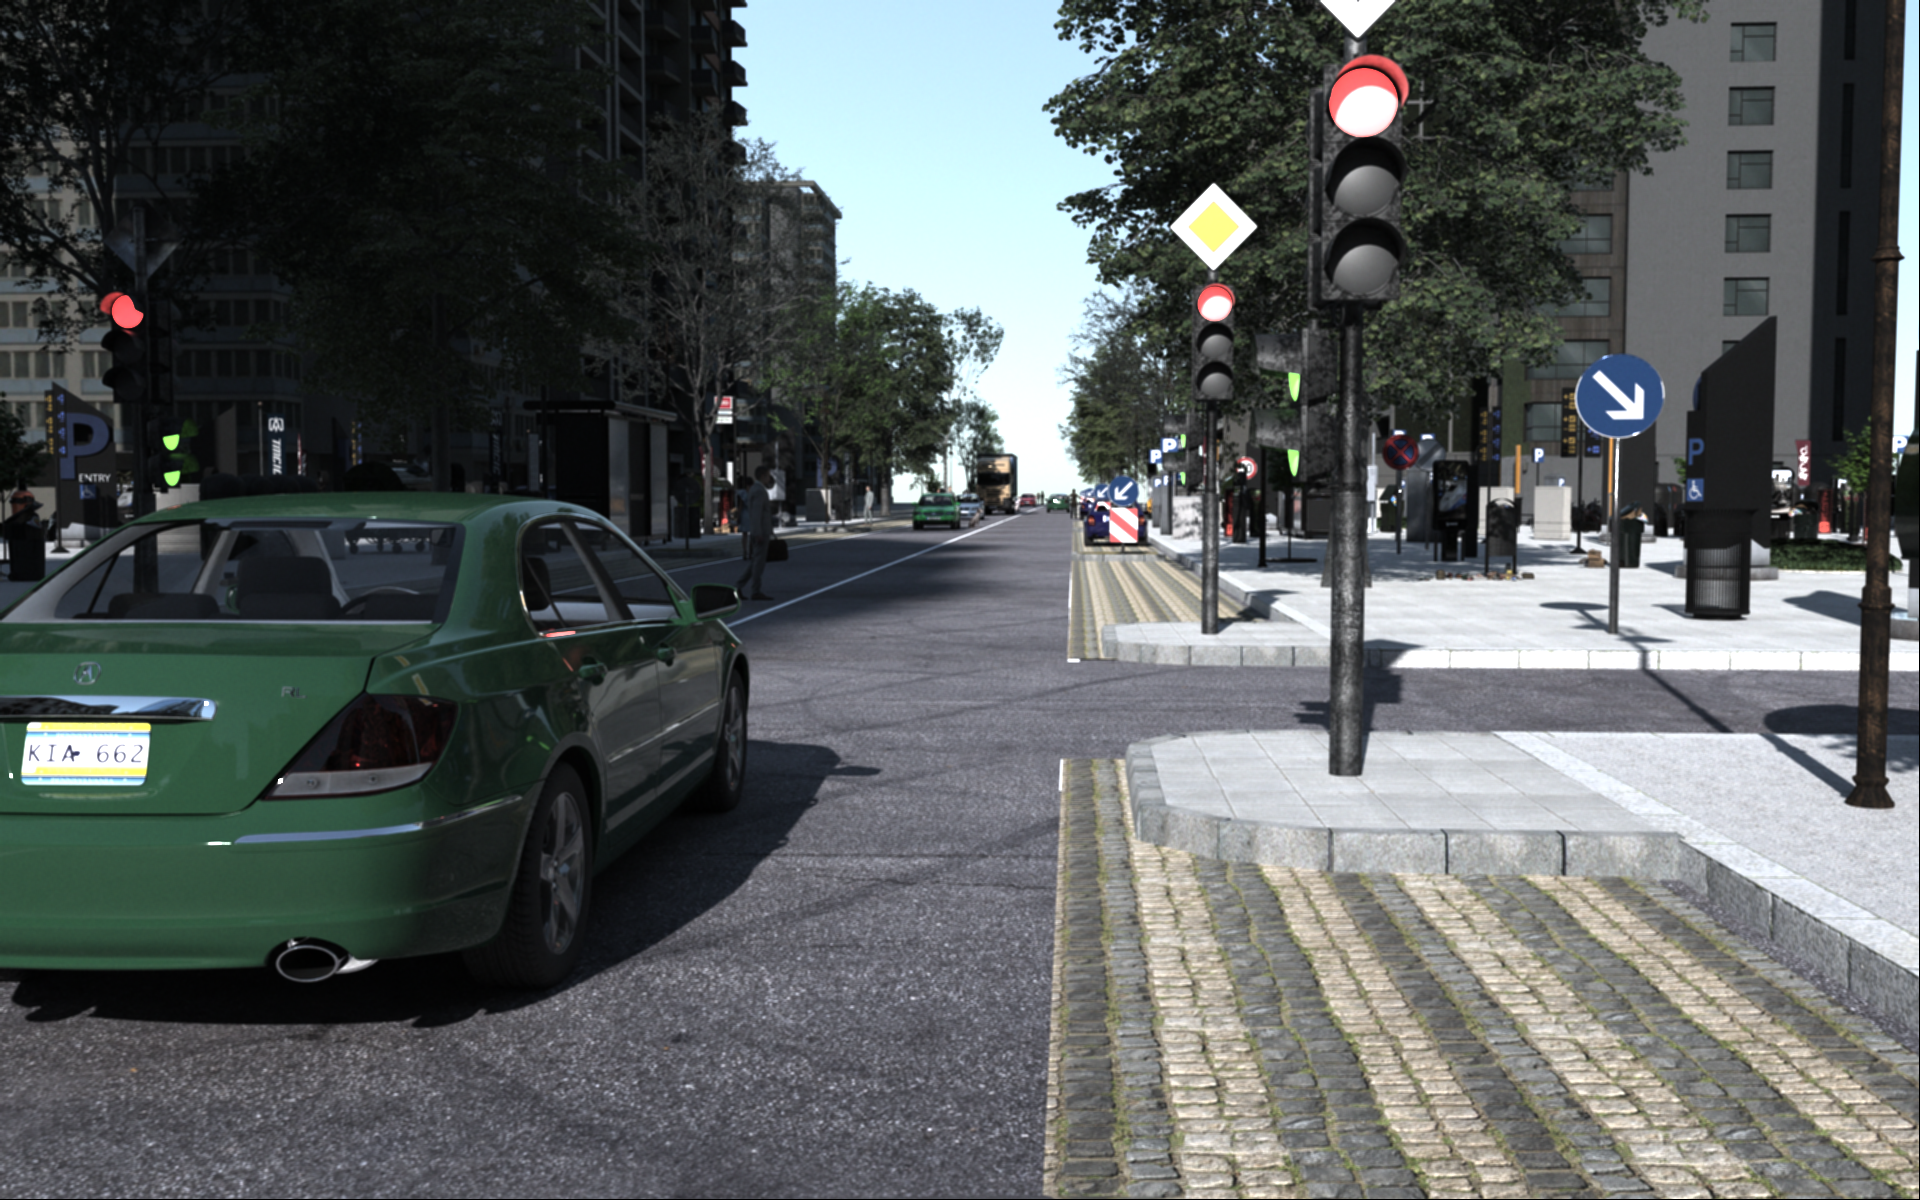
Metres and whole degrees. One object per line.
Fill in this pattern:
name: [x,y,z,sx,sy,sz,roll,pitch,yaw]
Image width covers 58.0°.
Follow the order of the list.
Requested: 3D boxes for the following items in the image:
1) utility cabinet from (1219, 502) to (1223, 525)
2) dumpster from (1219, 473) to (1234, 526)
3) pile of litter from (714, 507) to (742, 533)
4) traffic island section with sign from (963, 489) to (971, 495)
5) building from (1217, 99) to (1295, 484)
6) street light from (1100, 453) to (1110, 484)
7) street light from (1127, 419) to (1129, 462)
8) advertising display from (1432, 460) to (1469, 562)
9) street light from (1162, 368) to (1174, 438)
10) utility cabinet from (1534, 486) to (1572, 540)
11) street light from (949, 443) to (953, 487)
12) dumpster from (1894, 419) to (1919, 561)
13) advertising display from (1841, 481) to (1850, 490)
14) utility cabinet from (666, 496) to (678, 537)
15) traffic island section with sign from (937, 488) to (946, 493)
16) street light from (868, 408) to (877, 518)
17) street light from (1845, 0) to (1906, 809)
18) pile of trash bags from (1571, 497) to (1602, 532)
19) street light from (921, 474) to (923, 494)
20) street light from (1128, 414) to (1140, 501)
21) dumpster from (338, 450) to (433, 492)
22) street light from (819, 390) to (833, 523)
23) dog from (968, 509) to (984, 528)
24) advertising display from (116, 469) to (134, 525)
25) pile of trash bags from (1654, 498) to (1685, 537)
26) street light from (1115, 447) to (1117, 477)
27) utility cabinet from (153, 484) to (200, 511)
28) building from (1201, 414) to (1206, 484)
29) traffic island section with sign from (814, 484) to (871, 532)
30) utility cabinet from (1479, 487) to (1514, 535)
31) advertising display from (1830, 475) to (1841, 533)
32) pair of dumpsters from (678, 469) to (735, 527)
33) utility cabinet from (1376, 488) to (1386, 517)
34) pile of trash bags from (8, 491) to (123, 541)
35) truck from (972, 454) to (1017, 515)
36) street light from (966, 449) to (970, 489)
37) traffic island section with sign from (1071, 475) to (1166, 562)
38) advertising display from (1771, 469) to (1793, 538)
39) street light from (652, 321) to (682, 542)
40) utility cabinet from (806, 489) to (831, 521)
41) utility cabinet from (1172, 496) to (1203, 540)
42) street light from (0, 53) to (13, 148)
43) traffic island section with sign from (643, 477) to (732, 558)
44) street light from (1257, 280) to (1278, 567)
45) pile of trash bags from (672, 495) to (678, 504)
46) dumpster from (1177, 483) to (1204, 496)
utility cabinet: [10.800,-3.752,70.024,1.173,1.500,0.318,3,4,37]
dumpster: [10.602,-3.875,65.852,1.502,2.255,1.985,0,4,4]
pile of litter: [-7.751,-2.659,57.440,1.176,0.858,1.719,0,4,-8]
traffic island section with sign: [0.597,-8.204,142.761,1.989,1.847,2.006,0,4,4]
building: [41.557,-35.656,206.669,21.300,48.544,21.600,0,4,4]
street light: [15.926,-13.287,190.036,0.468,5.910,1.993,0,4,4]
street light: [10.386,-8.196,106.793,0.468,5.910,1.993,0,4,4]
advertising display: [9.338,-1.699,32.995,0.974,1.923,0.123,-3,4,-38]
street light: [7.215,-5.327,59.882,0.468,5.910,1.993,0,4,4]
utility cabinet: [16.586,-2.433,48.460,0.318,1.500,1.173,-1,4,-21]
street light: [-0.781,-11.024,153.029,0.468,5.910,1.993,0,4,4]
dumpster: [4.933,-0.269,6.891,1.502,2.255,1.985,0,4,4]
advertising display: [32.437,-3.573,63.626,0.974,1.923,0.123,0,4,-5]
utility cabinet: [-8.975,-2.517,52.318,0.306,1.237,1.020,2,4,35]
traffic island section with sign: [-1.200,-6.556,115.819,1.989,1.847,2.006,0,4,4]
street light: [-4.763,-7.365,93.208,0.468,5.910,1.993,0,4,4]
street light: [3.754,-2.090,6.966,0.468,5.910,1.993,0,4,4]
pile of trash bags: [21.332,-3.121,60.788,1.912,1.369,3.447,0,4,-1]
street light: [-2.703,-9.215,123.456,0.468,5.910,1.993,0,4,4]
street light: [9.192,-7.187,90.295,0.468,5.910,1.993,0,4,4]
dumpster: [-12.489,-2.158,37.783,1.502,2.255,1.985,0,4,4]
street light: [-5.851,-6.316,76.046,0.468,5.910,1.993,0,4,4]
dog: [0.579,-3.477,73.679,0.513,0.831,0.800,-3,4,-38]
advertising display: [-21.710,-2.452,45.309,0.123,1.923,0.974,2,4,32]
pile of trash bags: [22.169,-2.598,52.236,3.447,1.369,1.912,2,4,28]
street light: [12.413,-10.046,137.037,0.468,5.910,1.993,0,4,4]
utility cabinet: [-17.081,-1.792,37.984,1.173,1.500,0.318,-2,4,-28]
building: [44.220,-35.368,232.888,22.147,44.769,28.867,0,4,4]
traffic island section with sign: [-4.467,-3.529,66.324,1.989,1.847,2.006,0,4,4]
utility cabinet: [16.416,-2.710,52.984,0.318,1.500,1.173,-2,4,-26]
advertising display: [29.065,-3.200,57.535,0.123,1.923,0.974,2,4,24]
pair of dumpsters: [-9.838,-3.933,66.803,1.574,2.255,4.437,0,4,4]
utility cabinet: [16.645,-3.612,67.742,1.173,1.500,0.318,0,4,2]
pile of trash bags: [-23.984,-2.267,46.811,1.912,1.369,3.447,2,4,28]
truck: [2.593,-8.140,121.995,2.839,4.237,11.283,0,4,4]
street light: [0.771,-12.439,176.169,0.468,5.910,1.993,0,4,4]
traffic island section with sign: [3.407,-1.764,37.464,1.989,1.847,2.006,0,4,4]
advertising display: [20.607,-2.372,43.998,0.974,1.923,0.123,1,4,12]
street light: [-7.819,-4.501,46.385,0.468,5.910,1.993,0,4,4]
utility cabinet: [-6.647,-4.444,81.341,1.173,1.500,0.318,0,4,6]
utility cabinet: [6.534,-2.315,49.009,1.020,1.237,0.306,1,4,21]
street light: [-9.836,-2.693,16.819,0.468,5.910,1.993,0,4,4]
traffic island section with sign: [-6.257,-1.878,39.339,1.989,1.847,2.006,0,4,4]
street light: [5.323,-3.518,30.307,0.468,5.910,1.993,0,4,4]
pile of trash bags: [-13.318,-4.132,77.306,1.912,1.369,3.447,0,4,1]
dumpster: [9.365,-3.990,71.000,1.264,1.857,1.865,0,4,4]
